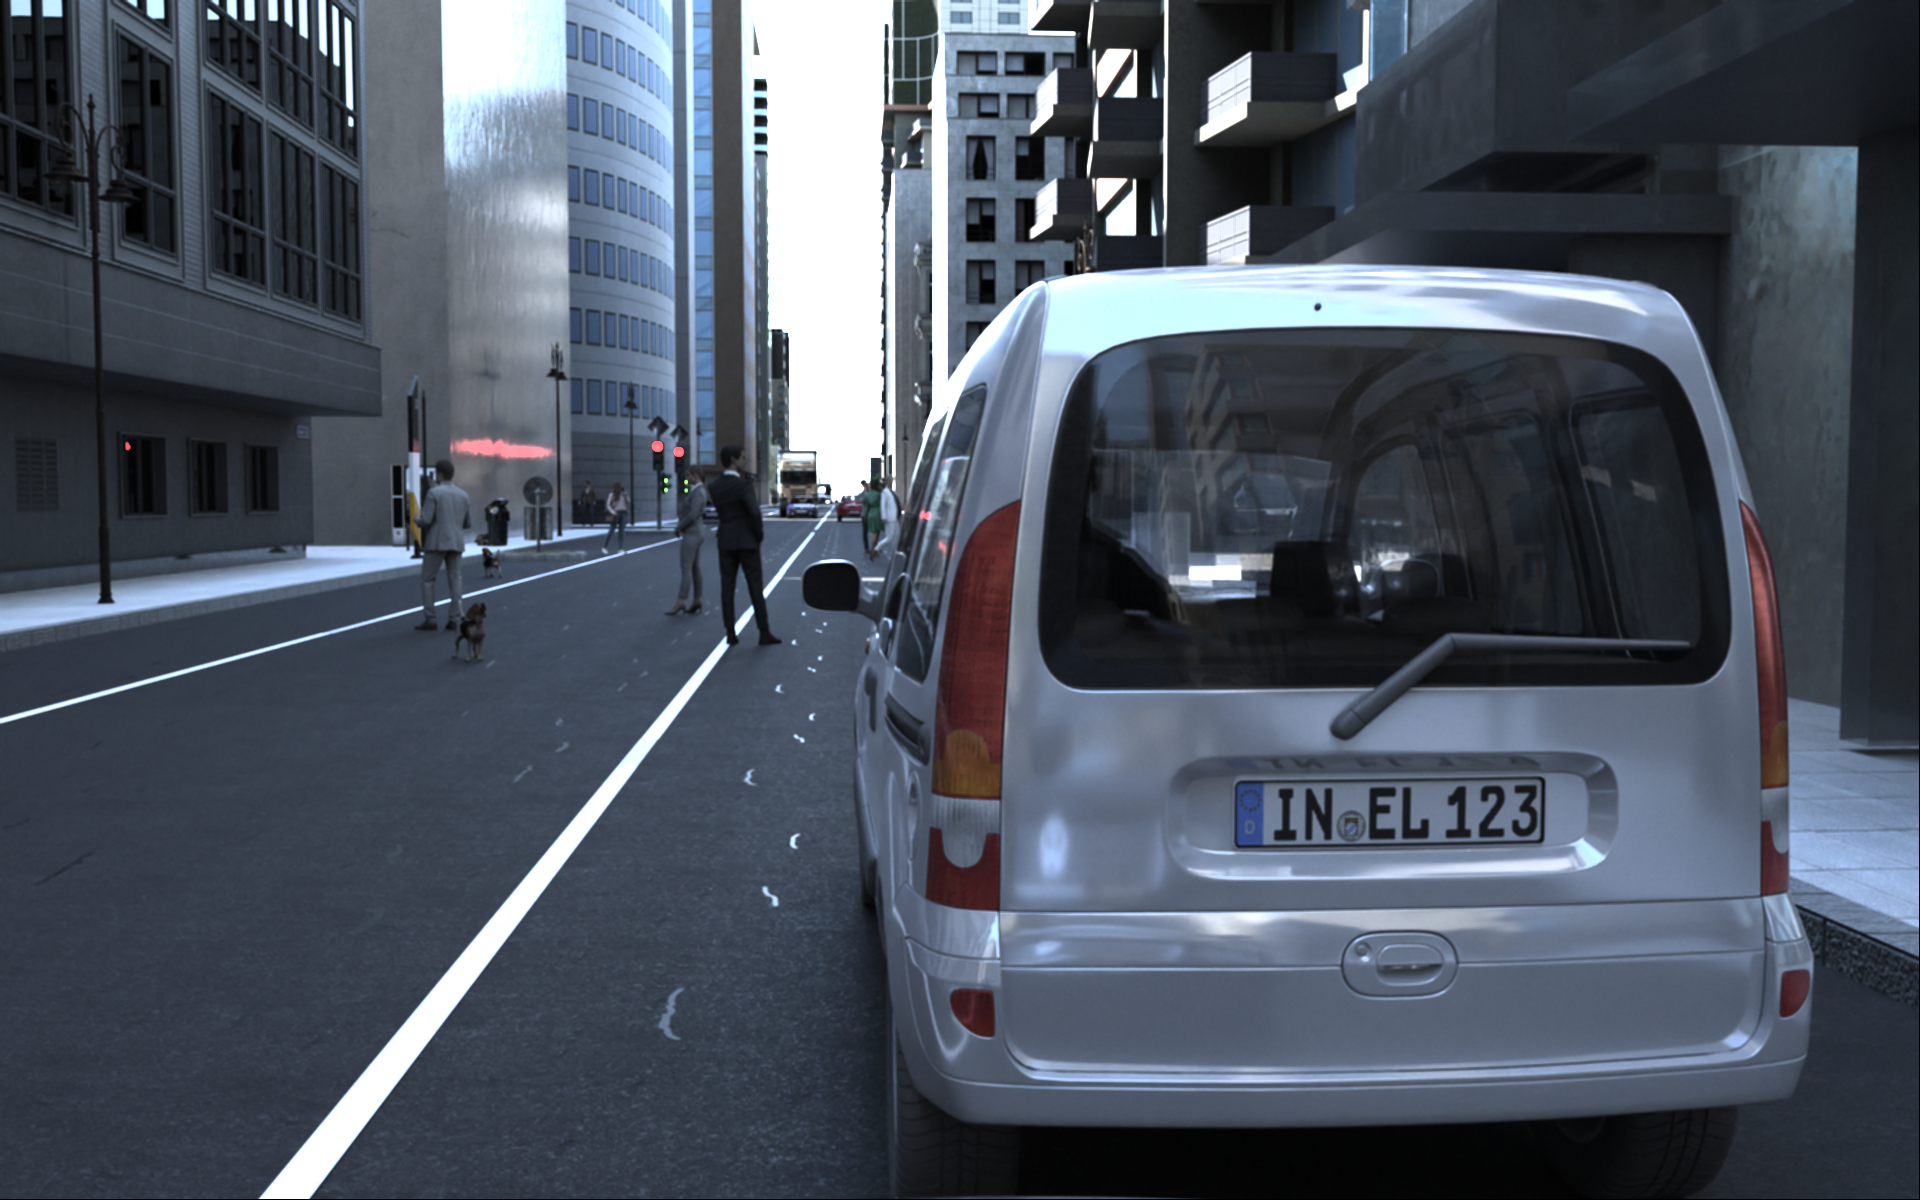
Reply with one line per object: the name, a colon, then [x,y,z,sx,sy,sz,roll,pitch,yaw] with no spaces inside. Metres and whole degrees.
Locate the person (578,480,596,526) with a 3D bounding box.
person: [-15.018,-3.901,69.738,0.656,1.842,0.836,-2,4,-32]

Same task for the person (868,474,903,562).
person: [-1.499,-1.676,35.776,0.818,1.842,0.514,0,4,1]

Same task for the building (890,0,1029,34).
building: [-1.599,-49.210,242.831,20.563,71.187,20.611,0,4,-4]

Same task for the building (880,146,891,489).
building: [-2.818,-34.536,214.769,14.600,45.320,14.200,0,4,-4]

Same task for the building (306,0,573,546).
building: [-30.207,-15.049,50.566,34.151,26.468,19.350,0,4,-4]

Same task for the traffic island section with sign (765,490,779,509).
traffic island section with sign: [-18.050,-9.840,169.510,1.989,1.847,2.006,0,4,-4]

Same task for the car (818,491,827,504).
car: [-20.374,-14.770,250.169,2.281,1.827,5.304,0,4,-5]

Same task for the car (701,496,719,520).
car: [-12.199,-4.476,85.755,1.945,1.354,3.894,0,4,-5]

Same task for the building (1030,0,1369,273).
building: [13.449,-23.879,45.040,22.147,44.769,28.867,0,4,-4]

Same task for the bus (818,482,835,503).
bus: [-21.051,-16.811,269.721,2.948,3.499,13.247,0,4,-2]

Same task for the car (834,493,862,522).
car: [-5.602,-5.058,91.737,2.155,1.783,4.494,0,4,-4]

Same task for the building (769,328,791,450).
building: [-36.139,-32.044,295.616,14.160,30.474,14.107,0,4,-4]

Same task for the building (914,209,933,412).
building: [4.384,-17.739,109.120,14.460,24.649,34.723,0,4,-4]

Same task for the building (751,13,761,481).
building: [-35.569,-36.187,180.890,28.713,52.752,27.495,0,4,-4]

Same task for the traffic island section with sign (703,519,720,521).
traffic island section with sign: [-12.883,-5.136,92.598,1.989,1.847,2.006,0,4,-4]

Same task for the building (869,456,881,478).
building: [-3.931,-59.692,288.640,22.319,86.520,31.000,0,4,-4]

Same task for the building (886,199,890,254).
building: [-0.317,-24.505,172.353,14.160,30.474,14.107,0,4,-4]

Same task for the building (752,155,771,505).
building: [-29.658,-31.733,202.435,14.154,41.232,14.086,0,4,-4]

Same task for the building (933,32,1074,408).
building: [7.496,-13.525,75.880,16.860,20.320,10.420,0,4,-4]

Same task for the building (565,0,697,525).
building: [-24.496,-33.038,82.170,21.231,58.520,28.212,0,4,-4]

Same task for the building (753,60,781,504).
building: [-36.194,-56.797,241.300,22.319,86.520,31.000,0,4,-4]

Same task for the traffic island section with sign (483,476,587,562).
traffic island section with sign: [-9.209,-1.780,37.728,1.989,1.847,2.006,0,4,-4]

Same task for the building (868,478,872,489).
building: [-3.671,-50.462,263.311,20.563,71.187,20.611,0,4,-4]

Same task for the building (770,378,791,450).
building: [-41.032,-26.223,273.782,27.650,21.520,28.899,0,4,-4]

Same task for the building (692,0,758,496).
building: [-20.995,-28.453,115.318,14.600,45.320,14.200,0,4,-4]

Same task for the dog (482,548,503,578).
dog: [-8.049,-0.639,29.729,0.540,0.507,0.406,1,4,15]

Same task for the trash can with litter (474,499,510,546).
trash can with litter: [-11.637,-1.926,42.882,1.055,1.170,0.624,3,4,36]

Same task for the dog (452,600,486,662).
dog: [-4.228,0.263,14.985,0.540,0.507,0.406,1,4,20]

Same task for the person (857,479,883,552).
person: [-2.221,-2.079,42.666,0.592,1.802,0.473,-1,4,-19]

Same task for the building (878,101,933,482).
building: [2.120,-32.963,193.575,22.147,44.769,28.867,0,4,-4]

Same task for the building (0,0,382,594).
building: [-17.641,-13.959,21.732,14.314,27.812,24.014,0,4,-4]

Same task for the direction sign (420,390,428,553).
direction sign: [-11.748,-2.815,38.026,0.379,3.537,0.876,-1,4,-17]

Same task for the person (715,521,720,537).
person: [-7.894,-3.018,58.112,0.573,1.790,0.520,3,5,44]

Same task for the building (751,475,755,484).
building: [-35.051,-28.359,155.554,32.217,40.220,23.993,0,4,-4]

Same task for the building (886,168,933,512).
building: [0.519,-19.460,136.195,12.078,24.808,19.932,0,4,-4]

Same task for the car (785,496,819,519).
car: [-9.216,-5.431,101.374,1.945,1.354,3.894,0,4,-3]

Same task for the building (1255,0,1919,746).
building: [14.985,-23.658,6.418,23.786,49.044,30.456,0,4,-4]

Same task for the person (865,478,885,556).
person: [-1.981,-1.920,40.140,0.600,1.795,0.529,1,4,23]
